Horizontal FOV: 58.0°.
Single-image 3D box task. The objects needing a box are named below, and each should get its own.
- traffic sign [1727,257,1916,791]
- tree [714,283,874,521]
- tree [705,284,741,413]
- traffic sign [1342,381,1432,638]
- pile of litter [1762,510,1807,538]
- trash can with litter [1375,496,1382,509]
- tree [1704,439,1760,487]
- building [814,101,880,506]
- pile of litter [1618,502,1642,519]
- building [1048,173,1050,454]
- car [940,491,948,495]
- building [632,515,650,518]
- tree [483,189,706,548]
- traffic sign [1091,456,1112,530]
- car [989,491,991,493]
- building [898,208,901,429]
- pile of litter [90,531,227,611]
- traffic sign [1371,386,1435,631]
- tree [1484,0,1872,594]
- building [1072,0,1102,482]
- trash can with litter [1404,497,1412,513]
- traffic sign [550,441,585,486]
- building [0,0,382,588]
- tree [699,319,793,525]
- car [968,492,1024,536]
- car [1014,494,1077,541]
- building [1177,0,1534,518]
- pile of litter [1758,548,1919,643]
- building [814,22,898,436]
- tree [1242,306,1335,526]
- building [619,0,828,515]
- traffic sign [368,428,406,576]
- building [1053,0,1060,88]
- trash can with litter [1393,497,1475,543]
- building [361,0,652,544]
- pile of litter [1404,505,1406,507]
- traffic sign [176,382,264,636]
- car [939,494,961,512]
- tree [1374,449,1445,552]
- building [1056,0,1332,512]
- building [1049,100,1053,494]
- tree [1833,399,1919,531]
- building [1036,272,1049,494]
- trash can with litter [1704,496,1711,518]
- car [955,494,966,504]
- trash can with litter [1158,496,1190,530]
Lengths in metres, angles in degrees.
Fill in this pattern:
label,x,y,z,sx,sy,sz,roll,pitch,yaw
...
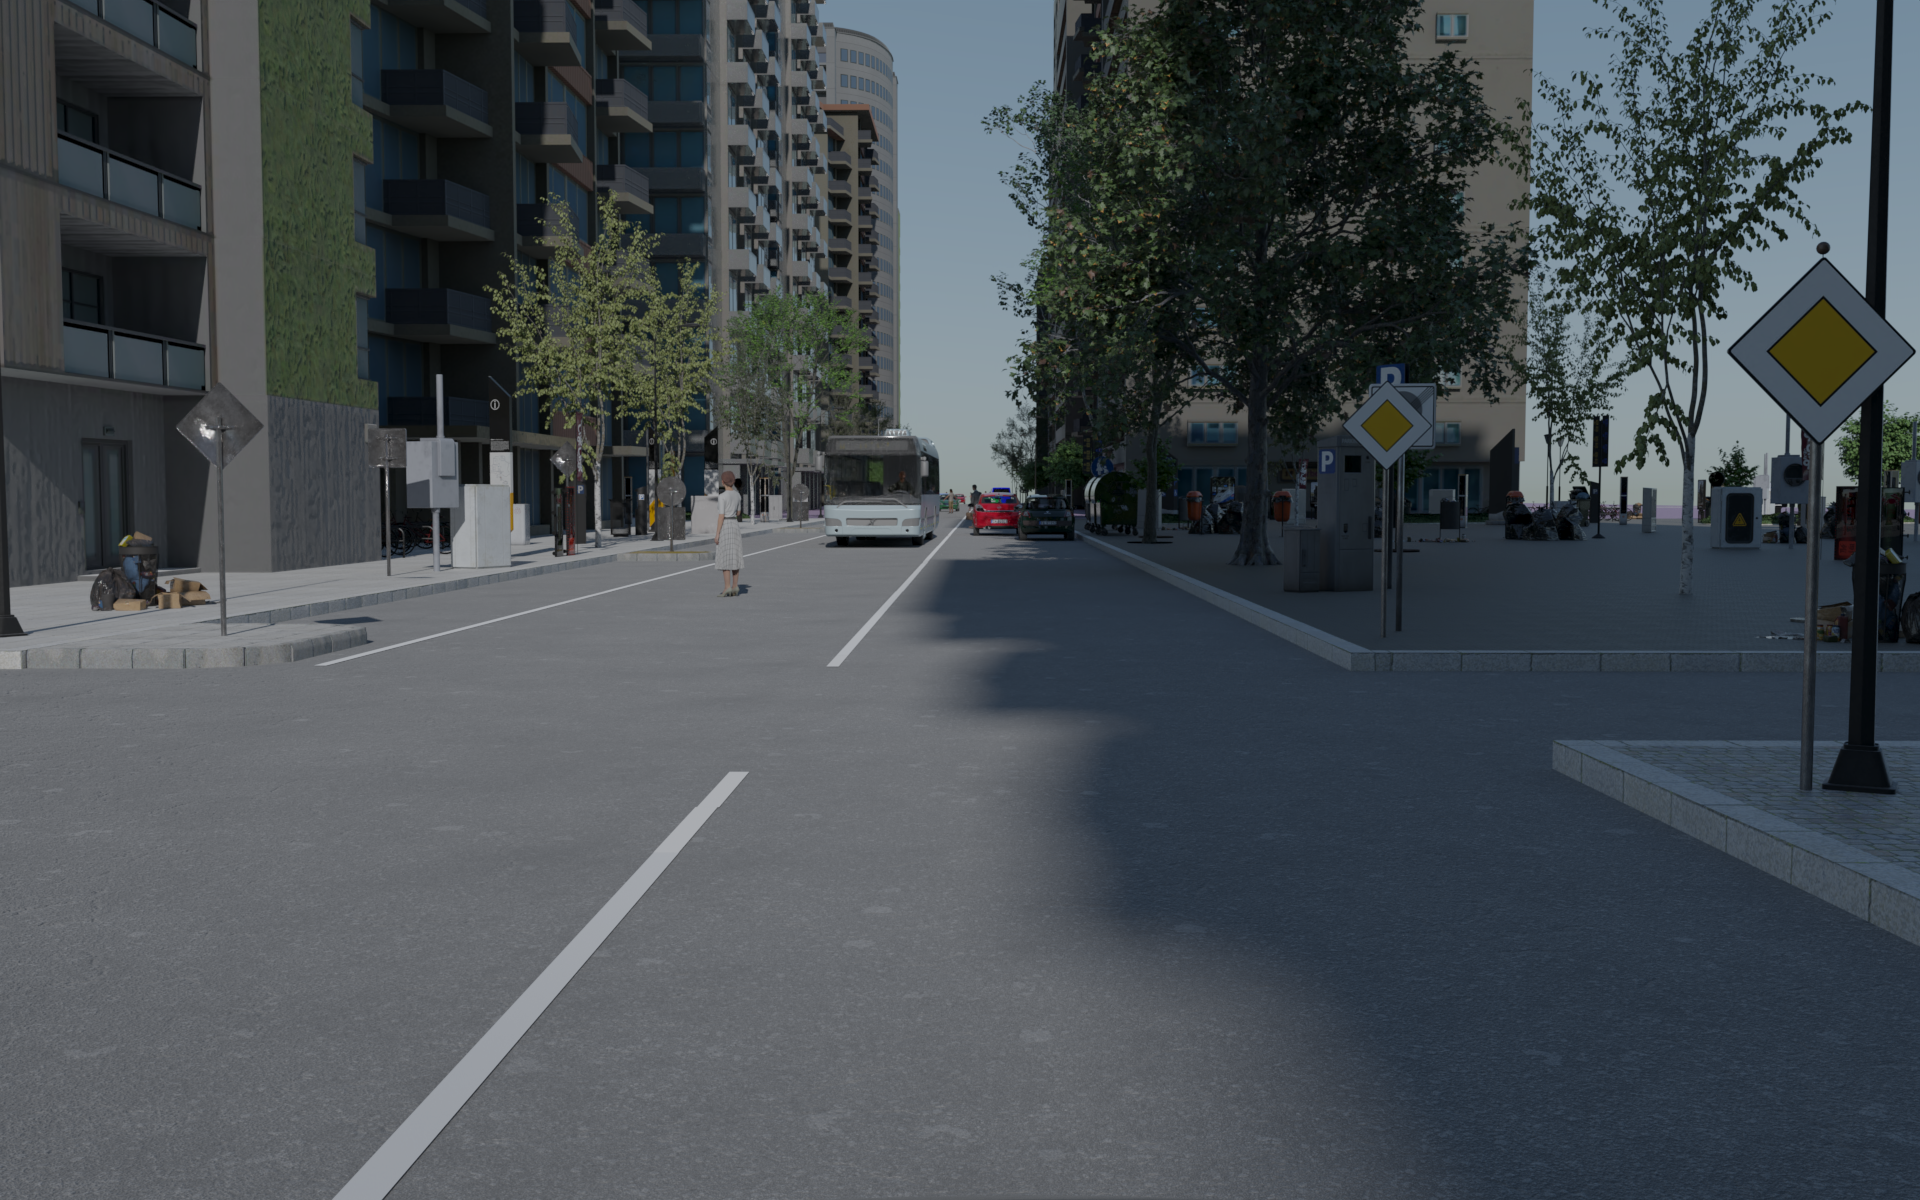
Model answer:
label,x,y,z,sx,sy,sz,roll,pitch,yaw
traffic sign,3.667,-0.233,7.449,0.795,2.450,0.064,0,4,1
tree,-8.187,-9.697,84.300,9.928,11.665,9.643,0,3,0
tree,-8.872,-6.279,53.028,4.737,8.622,4.395,0,3,0
traffic sign,3.786,-0.721,15.433,0.795,2.450,0.064,0,4,1
pile of litter,21.538,-1.916,45.292,1.719,0.858,1.176,2,4,29
trash can with litter,21.649,-4.779,89.523,0.624,1.170,1.055,0,4,-7
tree,27.593,-4.089,61.451,1.663,3.219,1.824,0,3,0
building,-20.352,-32.826,191.323,22.147,44.769,28.867,0,4,1
pile of litter,34.666,-4.571,88.701,1.176,0.858,1.719,-3,5,-43
building,17.708,-34.065,207.072,14.600,45.320,14.200,0,4,1
car,-1.534,-9.383,163.003,1.945,1.707,3.694,0,4,3
building,-22.940,-29.728,105.660,23.786,49.044,30.456,0,4,1
tree,-8.885,-5.550,41.111,4.737,8.622,4.395,0,3,0
traffic sign,4.780,-3.557,58.260,0.768,2.556,0.104,0,4,6
car,4.507,-13.282,225.835,2.281,1.827,5.304,0,4,1
building,-15.620,-34.090,240.962,14.154,41.232,14.086,0,4,1
pile of litter,-9.132,-0.353,19.744,1.176,0.858,1.719,3,4,36
traffic sign,4.104,-0.857,16.139,0.606,2.300,0.079,0,4,7
tree,9.116,-4.388,22.106,4.737,8.622,4.395,0,3,0
building,19.591,-28.881,126.826,22.147,44.769,28.867,0,4,1
trash can with litter,23.222,-4.761,89.234,1.055,1.170,0.624,1,4,10
traffic sign,-8.528,-2.229,37.630,0.795,2.450,0.064,1,4,10
building,-18.269,-20.906,25.402,14.154,41.232,14.086,0,4,1
tree,-8.730,-7.454,72.239,4.360,8.622,3.978,0,3,0
car,1.344,-3.168,60.834,2.155,1.783,4.494,0,4,0
car,2.699,-2.735,54.498,2.009,1.686,4.222,0,4,1
building,19.570,-29.168,100.591,21.300,48.544,21.600,0,4,1
pile of litter,8.027,-0.080,15.279,1.719,0.858,1.176,3,4,37
building,-19.038,-41.430,219.374,21.231,58.520,28.212,0,4,1
tree,12.402,-6.939,63.813,4.360,8.622,3.978,0,3,0
building,-22.303,-31.624,136.664,23.786,49.044,30.456,0,4,1
traffic sign,-8.919,-1.521,26.994,0.606,2.300,0.079,0,4,3
building,21.165,-48.937,238.372,20.563,71.187,20.611,0,4,1
trash can with litter,12.716,-2.161,46.394,2.233,1.210,1.678,1,4,11
building,-22.611,-24.601,56.849,22.147,44.769,28.867,0,4,1
pile of litter,21.196,-4.268,83.745,1.176,0.858,1.719,-3,5,-40
traffic sign,-6.657,-0.732,15.608,0.795,2.450,0.064,0,4,1
car,-0.982,-8.044,143.311,2.131,1.459,4.920,0,4,2
tree,9.654,-2.689,38.570,1.663,3.219,1.824,0,3,0
building,19.473,-32.306,151.903,21.300,48.544,21.600,0,4,1
building,20.736,-34.523,188.145,21.300,48.544,21.600,0,4,1
tree,31.887,-4.659,59.892,4.285,4.588,4.351,0,3,0
building,16.717,-27.543,222.027,14.160,30.474,14.107,0,4,1
trash can with litter,39.030,-4.805,89.955,1.055,1.170,0.624,-2,4,-31
car,-0.113,-14.596,247.683,2.155,1.783,4.494,0,4,1
trash can with litter,7.653,-3.105,61.829,2.233,1.210,1.678,-3,5,-42
